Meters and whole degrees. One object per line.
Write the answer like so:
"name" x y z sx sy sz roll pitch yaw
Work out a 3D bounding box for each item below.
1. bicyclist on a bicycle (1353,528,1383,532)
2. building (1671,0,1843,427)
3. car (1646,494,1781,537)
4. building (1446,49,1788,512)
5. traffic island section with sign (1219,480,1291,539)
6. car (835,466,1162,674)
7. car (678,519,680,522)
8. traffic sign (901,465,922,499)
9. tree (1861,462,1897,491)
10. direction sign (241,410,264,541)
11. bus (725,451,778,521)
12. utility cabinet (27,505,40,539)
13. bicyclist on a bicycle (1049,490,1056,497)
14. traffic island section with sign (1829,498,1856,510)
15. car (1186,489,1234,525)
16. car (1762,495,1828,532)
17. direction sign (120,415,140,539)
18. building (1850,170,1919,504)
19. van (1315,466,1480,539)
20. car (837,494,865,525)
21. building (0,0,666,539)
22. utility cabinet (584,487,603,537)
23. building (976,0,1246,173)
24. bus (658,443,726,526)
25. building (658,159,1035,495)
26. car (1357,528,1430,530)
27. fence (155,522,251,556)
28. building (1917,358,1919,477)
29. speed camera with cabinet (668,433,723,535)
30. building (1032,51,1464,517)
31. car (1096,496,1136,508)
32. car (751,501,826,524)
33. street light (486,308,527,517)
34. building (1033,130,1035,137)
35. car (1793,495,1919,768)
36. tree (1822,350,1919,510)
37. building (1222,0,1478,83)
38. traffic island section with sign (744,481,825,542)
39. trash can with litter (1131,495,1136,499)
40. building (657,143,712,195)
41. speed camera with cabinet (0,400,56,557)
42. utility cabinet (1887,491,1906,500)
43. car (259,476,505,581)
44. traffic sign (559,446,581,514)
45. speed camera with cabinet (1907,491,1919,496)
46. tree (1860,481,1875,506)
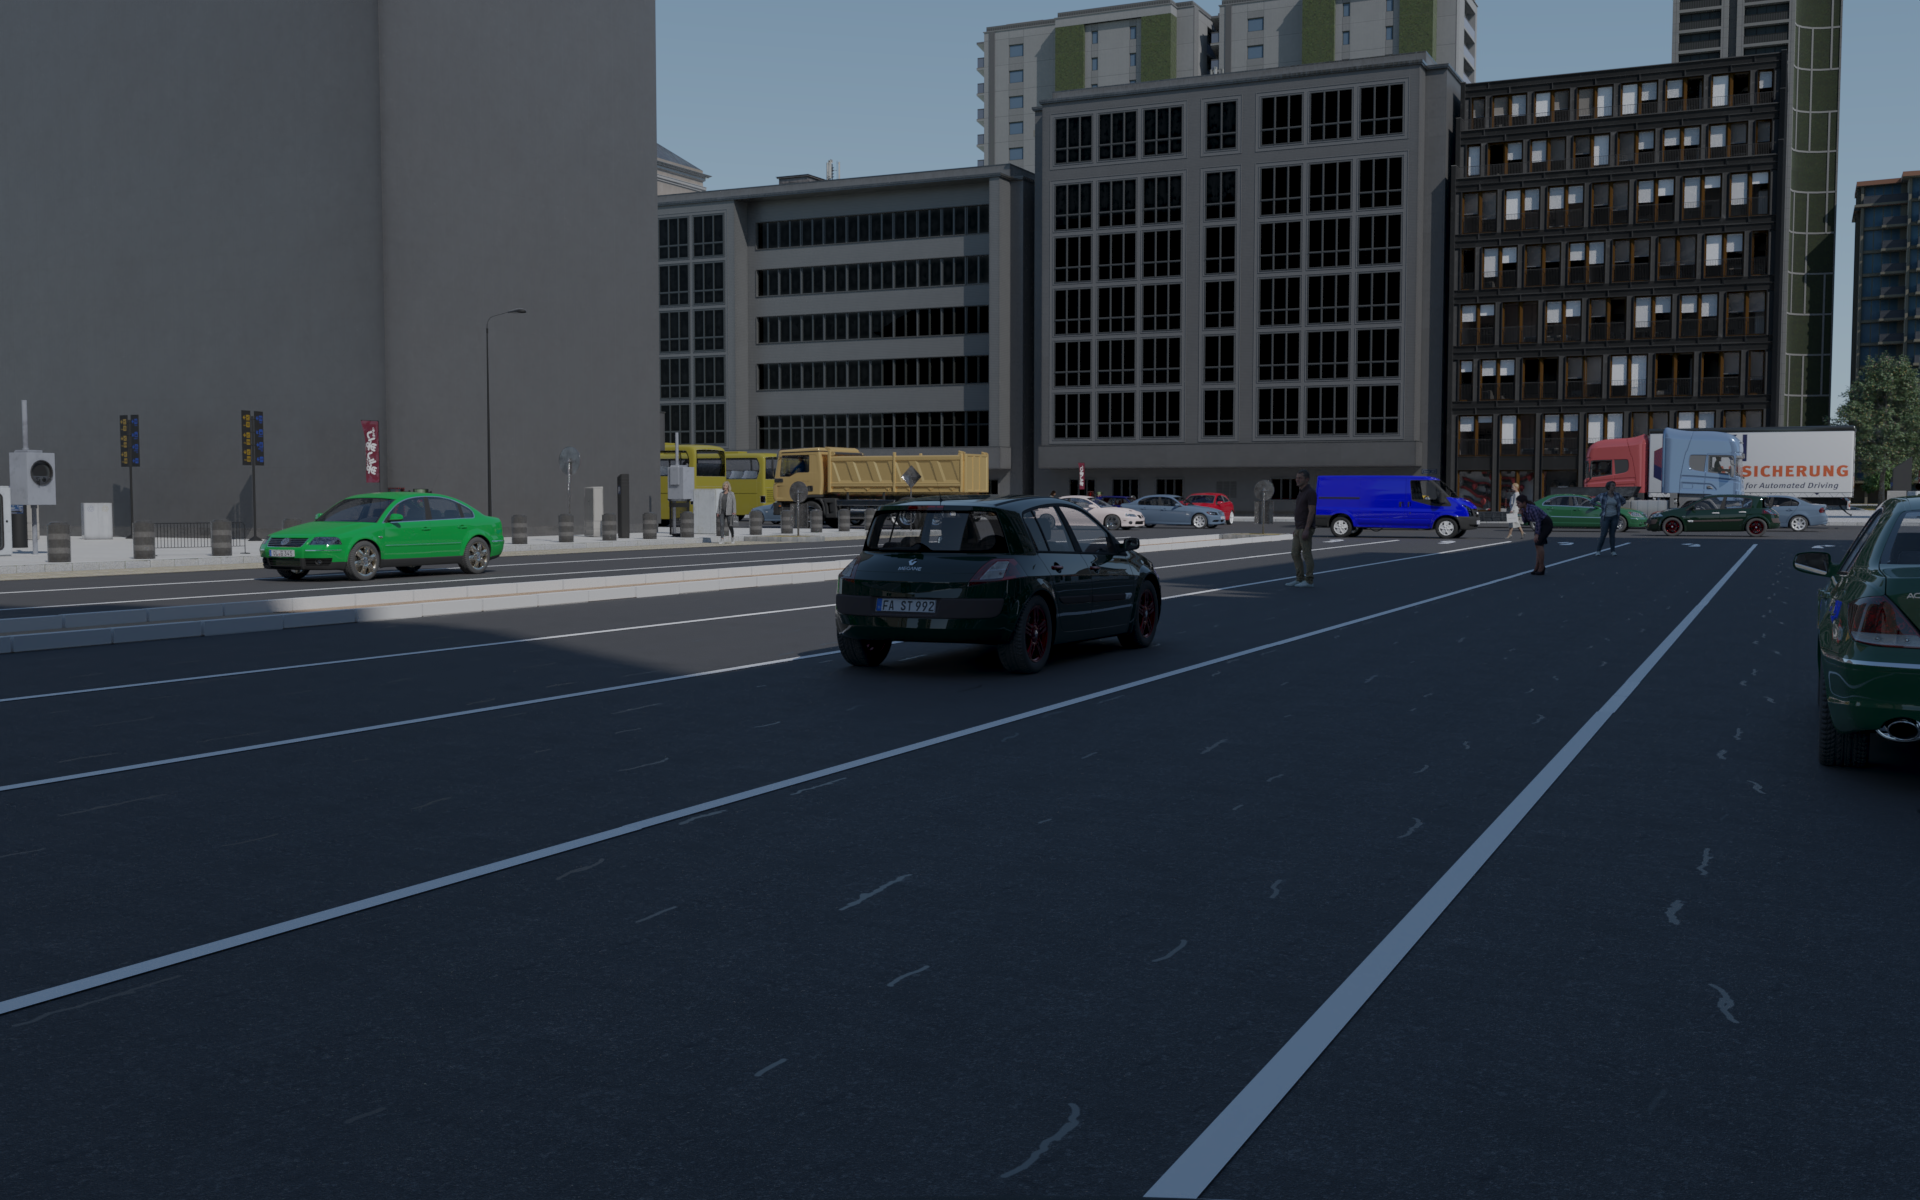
"bicyclist on a bicycle" 15.434 -3.441 66.274 1.625 1.676 1.499 2 4 26
"building" 108.592 -48.880 237.439 20.611 71.187 20.563 2 4 26
"car" 25.627 -3.009 58.982 4.222 1.686 2.009 2 4 25
"building" 35.688 -16.151 93.751 15.834 23.373 12.332 2 4 26
"traffic island section with sign" 9.522 -2.883 55.280 2.006 1.907 1.989 2 4 26
"car" 0.461 -0.341 15.363 2.009 1.686 4.222 2 4 26
"car" -14.533 -4.752 86.370 5.304 1.827 2.281 2 4 28
"traffic sign" -1.707 -3.470 60.384 0.795 2.450 0.064 2 4 26
"tree" 77.584 -9.886 145.346 4.285 4.588 4.351 0 3 0
"direction sign" -19.243 -3.375 47.185 0.379 3.537 0.876 1 4 15
"bus" -15.010 -6.241 93.582 12.252 3.916 2.896 2 4 27
"utility cabinet" -26.322 -2.432 48.434 1.173 1.500 0.318 1 4 19
"bicyclist on a bicycle" 4.750 -4.714 87.088 1.625 1.676 1.499 2 4 25
"traffic island section with sign" 81.167 -9.196 158.984 1.989 1.847 2.006 2 4 26
"car" 11.261 -4.331 79.855 2.155 1.783 4.494 2 4 26
"car" 31.109 -3.367 67.058 4.499 1.417 2.014 2 4 27
"direction sign" -23.749 -3.524 49.607 0.876 3.537 0.379 2 4 32
"building" 131.597 -35.087 228.303 28.867 44.769 22.147 2 4 26
"van" 14.374 -3.216 56.959 5.245 2.365 2.240 2 4 26
"car" -3.791 -4.248 78.124 5.304 1.827 2.281 2 4 26
"building" -23.150 -16.160 57.722 24.014 27.812 14.314 2 4 26
"utility cabinet" -10.995 -2.644 51.903 0.318 1.500 1.173 -2 4 -26
"building" 17.372 -40.855 209.970 28.212 58.520 21.231 2 4 26
"bus" -16.367 -5.303 78.256 12.252 3.916 2.896 2 4 26
"building" -7.289 -18.090 114.832 30.058 24.678 14.314 2 4 26
"car" 17.290 -3.639 69.726 3.980 1.641 2.015 2 4 25
"fence" -16.020 -1.290 36.474 0.278 0.683 2.069 3 5 41
"building" 104.353 -33.302 164.101 23.786 49.044 30.456 2 4 26
"speed camera with cabinet" -8.417 -3.742 55.519 2.038 3.252 0.660 2 4 32
"building" 17.502 -18.896 102.464 24.014 27.812 14.314 2 4 26
"car" 8.411 -4.650 88.610 3.894 1.354 1.945 2 4 25
"car" -7.822 -4.261 81.672 4.499 1.417 2.014 2 4 27
"street light" -11.464 -4.351 43.676 1.470 5.913 1.316 2 4 26
"building" 26.288 -29.127 168.109 32.217 40.220 23.993 2 4 26
"car" 5.992 0.108 10.036 2.131 1.459 4.920 2 4 26
"tree" 73.576 -13.510 137.892 9.611 12.733 9.660 0 3 0
"building" 43.659 -40.161 198.625 28.212 58.520 21.231 2 4 26
"traffic island section with sign" -5.192 -2.685 52.533 1.989 1.847 2.006 2 4 26
"trash can with litter" 9.541 -5.246 96.828 1.678 1.210 2.233 1 4 14
"building" -30.089 -20.750 125.167 20.117 28.700 13.634 2 4 26
"speed camera with cabinet" -19.794 -2.538 35.837 0.660 3.252 2.038 2 4 23
"utility cabinet" 65.938 -6.927 121.942 1.173 1.500 0.318 2 4 29
"car" -9.994 -1.306 30.147 1.959 1.807 4.718 2 4 25
"traffic sign" -10.450 -2.824 46.280 0.768 2.556 0.104 2 4 30
"speed camera with cabinet" 56.247 -6.532 101.134 2.038 3.252 0.660 -2 4 -26
"tree" 98.806 -11.836 188.112 1.663 3.219 1.824 0 3 0
